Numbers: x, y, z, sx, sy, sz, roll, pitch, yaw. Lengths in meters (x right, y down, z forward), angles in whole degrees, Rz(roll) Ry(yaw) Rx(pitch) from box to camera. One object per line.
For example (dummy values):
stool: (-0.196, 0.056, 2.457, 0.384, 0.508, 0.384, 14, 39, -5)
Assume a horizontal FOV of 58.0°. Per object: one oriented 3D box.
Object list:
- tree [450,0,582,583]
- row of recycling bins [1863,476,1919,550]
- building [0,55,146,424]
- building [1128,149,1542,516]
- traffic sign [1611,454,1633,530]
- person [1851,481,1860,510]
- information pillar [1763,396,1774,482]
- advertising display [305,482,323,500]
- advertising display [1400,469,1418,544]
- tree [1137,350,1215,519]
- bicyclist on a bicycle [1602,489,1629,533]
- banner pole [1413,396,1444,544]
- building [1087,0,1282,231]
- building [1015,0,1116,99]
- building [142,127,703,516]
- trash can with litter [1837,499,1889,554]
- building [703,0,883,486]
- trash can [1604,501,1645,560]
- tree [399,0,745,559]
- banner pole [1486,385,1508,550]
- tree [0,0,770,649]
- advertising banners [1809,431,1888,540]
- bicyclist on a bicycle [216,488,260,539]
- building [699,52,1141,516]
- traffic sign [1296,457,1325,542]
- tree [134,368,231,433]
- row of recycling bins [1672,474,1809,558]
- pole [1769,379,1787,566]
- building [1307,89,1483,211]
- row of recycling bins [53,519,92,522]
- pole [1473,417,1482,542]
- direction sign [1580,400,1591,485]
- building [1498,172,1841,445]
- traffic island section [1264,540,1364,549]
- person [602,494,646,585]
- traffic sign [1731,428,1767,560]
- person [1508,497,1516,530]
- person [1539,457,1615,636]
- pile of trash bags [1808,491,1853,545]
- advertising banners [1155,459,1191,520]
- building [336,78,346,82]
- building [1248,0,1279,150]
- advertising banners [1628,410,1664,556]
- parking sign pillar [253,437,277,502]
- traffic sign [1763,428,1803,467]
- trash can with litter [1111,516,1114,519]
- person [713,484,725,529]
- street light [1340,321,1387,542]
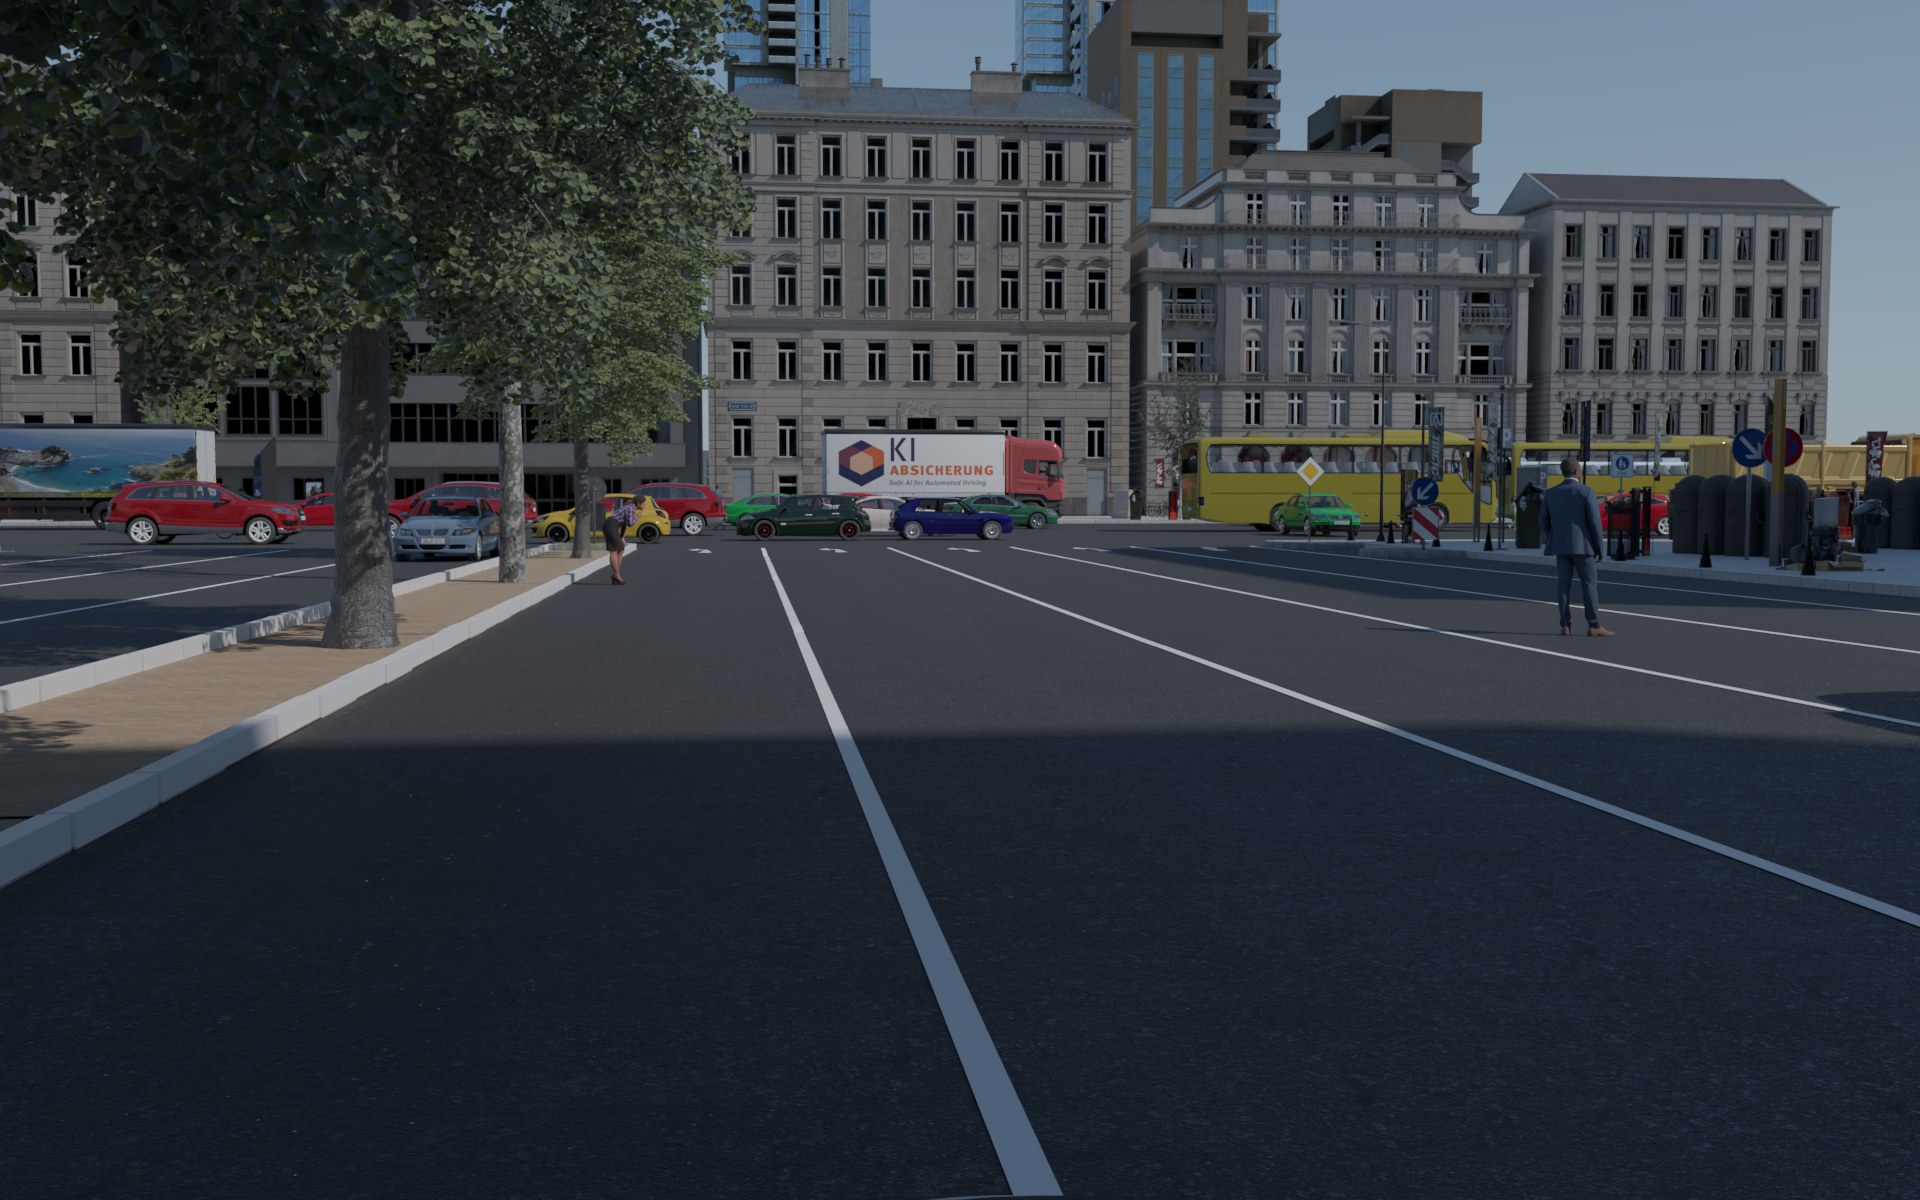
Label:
tree: (-8.535, -10.378, 28.027, 12.611, 20.169, 13.585, 0, 3, 0)
row of recycling bins: (22.332, -1.996, 39.754, 1.069, 1.692, 3.534, -2, 4, -24)
building: (-58.355, -18.364, 97.514, 25.104, 27.353, 12.463, 0, 4, -7)
building: (21.528, -16.233, 107.215, 24.055, 21.916, 13.314, 0, 4, -7)
traffic sign: (16.738, -2.552, 43.862, 0.606, 2.300, 0.079, 0, 4, -6)
person: (26.893, -2.659, 51.996, 0.581, 1.822, 0.654, -3, 4, -38)
information pillar: (19.415, -3.065, 41.470, 0.504, 3.616, 0.183, -2, 4, -29)
advertising display: (-33.683, -5.210, 90.392, 0.974, 1.923, 0.123, 1, 4, 13)
advertising display: (11.682, -2.437, 45.066, 0.123, 1.923, 0.974, 2, 4, 34)
tree: (11.305, -8.490, 89.167, 4.360, 8.622, 3.978, 0, 3, 0)
bicyclist on a bicycle: (24.367, -3.302, 64.004, 1.625, 1.676, 1.499, 0, 4, -8)
banner pole: (11.945, -3.302, 43.998, 0.401, 3.779, 0.863, -3, 4, -39)
building: (19.486, -30.868, 154.795, 14.600, 45.320, 14.200, 0, 4, -7)
building: (20.975, -58.610, 270.942, 31.000, 86.520, 22.319, 0, 4, -7)
building: (-30.362, -17.271, 101.440, 30.058, 24.678, 14.314, 0, 4, -7)
trash can with litter: (19.343, -1.583, 37.277, 1.055, 1.170, 0.624, -1, 4, -10)
building: (-24.263, -58.281, 265.569, 31.000, 86.520, 22.319, 0, 4, -7)
trash can: (13.022, -1.366, 33.984, 0.748, 1.137, 0.748, 0, 3, 0)
tree: (-8.548, -7.210, 38.468, 7.486, 12.596, 7.792, 0, 3, 0)
banner pole: (12.237, -3.030, 39.563, 0.863, 3.779, 0.401, -3, 5, -43)
tree: (-5.624, -6.530, 15.880, 9.857, 13.997, 8.962, 0, 3, 0)
advertising banners: (24.674, -3.189, 48.323, 2.074, 3.025, 0.090, 2, 4, 24)
bicyclist on a bicycle: (-22.974, -2.768, 55.286, 1.625, 1.676, 1.499, 0, 4, -6)
building: (-2.871, -18.749, 103.808, 25.104, 27.353, 12.463, 0, 4, -7)
traffic sign: (9.392, -2.623, 46.523, 0.795, 2.450, 0.064, 0, 4, -7)
tree: (-39.777, -8.472, 88.872, 4.737, 8.622, 4.395, 0, 3, 0)
row of recycling bins: (16.214, -1.774, 36.117, 1.069, 1.692, 3.534, -1, 4, -16)
pole: (14.506, -2.255, 30.708, 0.158, 3.312, 0.155, 0, 3, 0)
building: (46.715, -32.944, 188.737, 14.200, 45.320, 14.600, 0, 4, -7)
row of recycling bins: (-41.810, -4.574, 81.890, 1.069, 1.692, 3.534, 0, 4, -5)
pole: (13.765, -3.195, 46.082, 0.158, 3.312, 0.155, 0, 3, 0)
direction sign: (15.169, -3.062, 42.069, 0.379, 3.537, 0.876, 0, 4, 6)
building: (43.134, -15.833, 108.016, 18.267, 20.994, 9.793, 0, 4, -7)
traffic island section: (9.415, -1.488, 46.603, 2.009, 0.180, 2.903, 0, 4, -7)
person: (-5.303, -0.955, 27.348, 0.697, 1.427, 0.421, -1, 4, -16)
traffic sign: (15.286, -2.047, 33.572, 0.768, 2.556, 0.104, 0, 4, -2)
person: (22.023, -3.439, 68.977, 0.590, 1.304, 0.306, -2, 4, -34)
person: (6.225, -0.540, 17.516, 0.721, 1.800, 0.419, 3, 4, 36)
pile of trash bags: (20.781, -2.062, 43.473, 3.447, 1.369, 1.912, -1, 4, -12)
advertising banners: (10.601, -5.490, 85.947, 2.074, 3.025, 0.090, -1, 4, -16)
building: (-99.941, -57.696, 256.008, 31.000, 86.520, 22.319, 0, 4, -7)
building: (19.622, -52.821, 176.293, 22.319, 86.520, 31.000, 0, 4, -7)
advertising banners: (14.231, -2.428, 35.880, 0.090, 3.025, 2.074, 3, 4, 38)
parking sign pillar: (-32.599, -5.675, 81.263, 1.447, 3.967, 1.447, 1, 4, 10)
traffic sign: (15.708, -2.021, 33.152, 0.768, 2.556, 0.104, 0, 4, 0)
trash can with litter: (8.438, -4.837, 90.475, 1.055, 1.170, 0.624, -1, 4, -20)
person: (-9.837, -3.789, 70.468, 0.581, 1.822, 0.654, -3, 4, -37)
street light: (10.868, -4.533, 46.660, 1.470, 5.913, 1.316, 0, 4, -7)
